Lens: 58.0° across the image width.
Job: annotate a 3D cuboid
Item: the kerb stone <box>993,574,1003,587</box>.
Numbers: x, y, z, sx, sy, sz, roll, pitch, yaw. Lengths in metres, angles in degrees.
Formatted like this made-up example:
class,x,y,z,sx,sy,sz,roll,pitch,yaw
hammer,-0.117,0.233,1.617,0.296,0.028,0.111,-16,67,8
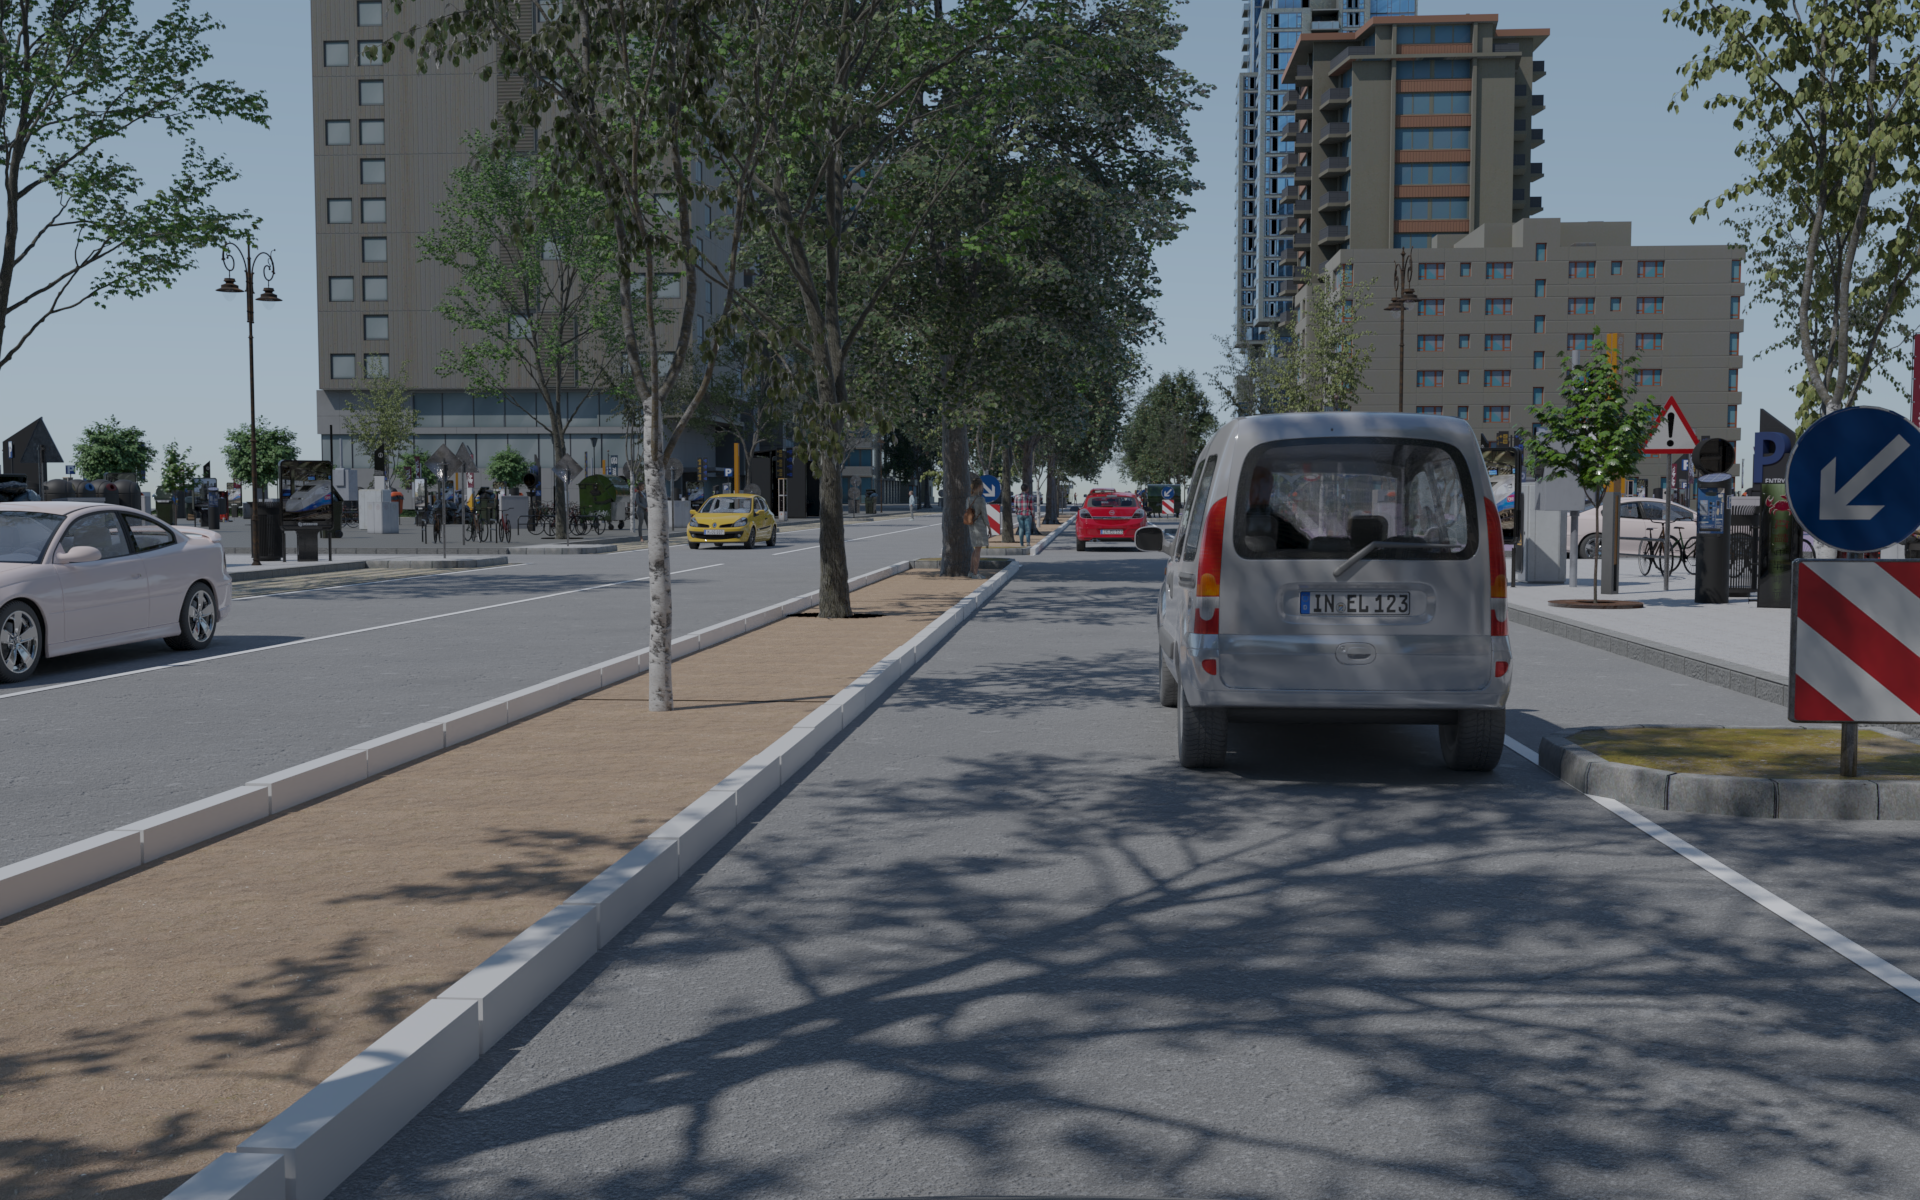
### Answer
class,x,y,z,sx,sy,sz,roll,pitch,yaw
kerb stone,0.524,-0.254,26.411,0.120,0.150,1.000,0,4,5

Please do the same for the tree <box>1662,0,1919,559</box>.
class,x,y,z,sx,sy,sz,roll,pitch,yaw
tree,7.531,-3.912,14.325,4.737,8.622,4.395,0,3,0

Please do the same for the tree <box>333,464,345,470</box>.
class,x,y,z,sx,sy,sz,roll,pitch,yaw
tree,-36.863,-6.571,102.043,1.663,3.219,1.824,0,3,0

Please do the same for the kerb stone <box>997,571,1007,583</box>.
class,x,y,z,sx,sy,sz,roll,pitch,yaw
kerb stone,0.611,-0.321,27.436,0.120,0.150,1.000,0,4,5

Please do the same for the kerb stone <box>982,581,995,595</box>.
class,x,y,z,sx,sy,sz,roll,pitch,yaw
kerb stone,0.360,-0.133,24.373,0.120,0.150,1.000,0,4,5

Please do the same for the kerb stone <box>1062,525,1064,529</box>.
class,x,y,z,sx,sy,sz,roll,pitch,yaw
kerb stone,3.851,-2.727,66.792,0.120,0.150,1.000,0,4,5

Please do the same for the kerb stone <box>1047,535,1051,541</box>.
class,x,y,z,sx,sy,sz,roll,pitch,yaw
kerb stone,2.507,-1.729,50.467,0.120,0.150,1.000,0,4,5

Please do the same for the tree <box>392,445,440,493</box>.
class,x,y,z,sx,sy,sz,roll,pitch,yaw
tree,-36.379,-8.111,116.327,4.285,4.588,4.351,0,3,0

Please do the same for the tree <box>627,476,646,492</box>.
class,x,y,z,sx,sy,sz,roll,pitch,yaw
tree,-21.007,-7.206,112.415,1.663,3.219,1.824,0,3,0

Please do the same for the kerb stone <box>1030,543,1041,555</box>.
class,x,y,z,sx,sy,sz,roll,pitch,yaw
kerb stone,1.834,-1.229,42.296,0.120,0.150,1.000,0,4,5

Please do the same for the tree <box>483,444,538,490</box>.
class,x,y,z,sx,sy,sz,roll,pitch,yaw
tree,-28.966,-7.789,111.061,4.285,4.588,4.351,0,3,0

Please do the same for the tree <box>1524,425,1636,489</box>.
class,x,y,z,sx,sy,sz,roll,pitch,yaw
tree,24.475,-5.285,70.122,4.285,4.588,4.351,0,3,0

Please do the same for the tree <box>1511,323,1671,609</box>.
class,x,y,z,sx,sy,sz,roll,pitch,yaw
tree,7.130,-1.537,19.736,1.663,3.219,1.824,0,3,0

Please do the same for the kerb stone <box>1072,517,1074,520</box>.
class,x,y,z,sx,sy,sz,roll,pitch,yaw
kerb stone,5.539,-3.978,87.235,0.120,0.150,1.000,0,4,5

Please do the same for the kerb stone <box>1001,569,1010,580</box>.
class,x,y,z,sx,sy,sz,roll,pitch,yaw
kerb stone,0.693,-0.379,28.462,0.120,0.150,1.000,0,4,5

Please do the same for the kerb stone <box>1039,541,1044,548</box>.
class,x,y,z,sx,sy,sz,roll,pitch,yaw
kerb stone,2.001,-1.353,44.333,0.120,0.150,1.000,0,4,5

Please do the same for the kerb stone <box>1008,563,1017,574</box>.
class,x,y,z,sx,sy,sz,roll,pitch,yaw
kerb stone,0.869,-0.508,30.505,0.120,0.150,1.000,0,4,5

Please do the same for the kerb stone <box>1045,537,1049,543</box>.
class,x,y,z,sx,sy,sz,roll,pitch,yaw
kerb stone,2.345,-1.604,48.426,0.120,0.150,1.000,0,4,5

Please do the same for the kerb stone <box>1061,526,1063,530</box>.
class,x,y,z,sx,sy,sz,roll,pitch,yaw
kerb stone,3.693,-2.603,64.754,0.120,0.150,1.000,0,4,5

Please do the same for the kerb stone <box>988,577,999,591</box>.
class,x,y,z,sx,sy,sz,roll,pitch,yaw
kerb stone,0.448,-0.195,25.391,0.120,0.150,1.000,0,4,5

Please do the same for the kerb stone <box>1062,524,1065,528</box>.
class,x,y,z,sx,sy,sz,roll,pitch,yaw
kerb stone,3.927,-2.791,67.824,0.120,0.150,1.000,0,4,5

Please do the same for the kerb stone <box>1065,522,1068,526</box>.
class,x,y,z,sx,sy,sz,roll,pitch,yaw
kerb stone,4.354,-3.103,72.934,0.120,0.150,1.000,0,4,5

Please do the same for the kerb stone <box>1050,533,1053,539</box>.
class,x,y,z,sx,sy,sz,roll,pitch,yaw
kerb stone,2.679,-1.854,52.511,0.120,0.150,1.000,0,4,5

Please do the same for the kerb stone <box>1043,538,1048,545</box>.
class,x,y,z,sx,sy,sz,roll,pitch,yaw
kerb stone,2.255,-1.541,47.398,0.120,0.150,1.000,0,4,5

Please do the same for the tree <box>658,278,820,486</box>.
class,x,y,z,sx,sy,sz,roll,pitch,yaw
tree,-9.356,-8.637,75.628,8.767,10.594,7.601,0,4,-4

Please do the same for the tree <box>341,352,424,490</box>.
class,x,y,z,sx,sy,sz,roll,pitch,yaw
tree,-29.306,-8.454,88.582,4.737,8.622,4.395,0,3,0

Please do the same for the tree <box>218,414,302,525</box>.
class,x,y,z,sx,sy,sz,roll,pitch,yaw
tree,-28.792,-5.356,71.285,4.285,4.588,4.351,0,3,0

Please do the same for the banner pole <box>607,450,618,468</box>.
class,x,y,z,sx,sy,sz,roll,pitch,yaw
banner pole,-19.679,-6.603,97.973,0.863,3.779,0.401,1,4,21

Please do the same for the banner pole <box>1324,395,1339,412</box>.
class,x,y,z,sx,sy,sz,roll,pitch,yaw
banner pole,9.349,-3.279,43.625,0.401,3.779,0.863,3,5,42

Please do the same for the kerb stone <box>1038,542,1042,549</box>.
class,x,y,z,sx,sy,sz,roll,pitch,yaw
kerb stone,1.921,-1.292,43.314,0.120,0.150,1.000,0,4,5

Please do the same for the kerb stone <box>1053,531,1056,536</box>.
class,x,y,z,sx,sy,sz,roll,pitch,yaw
kerb stone,2.919,-2.041,55.569,0.120,0.150,1.000,0,4,5

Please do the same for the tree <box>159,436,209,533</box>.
class,x,y,z,sx,sy,sz,roll,pitch,yaw
tree,-26.249,-3.866,57.815,1.663,3.219,1.824,0,3,0

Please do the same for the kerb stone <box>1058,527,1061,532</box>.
class,x,y,z,sx,sy,sz,roll,pitch,yaw
kerb stone,3.424,-2.413,61.698,0.120,0.150,1.000,0,4,5

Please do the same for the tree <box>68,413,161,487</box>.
class,x,y,z,sx,sy,sz,roll,pitch,yaw
tree,-34.447,-5.311,70.554,4.285,4.588,4.351,0,3,0

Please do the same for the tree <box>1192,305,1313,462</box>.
class,x,y,z,sx,sy,sz,roll,pitch,yaw
tree,11.761,-7.215,68.325,4.360,8.622,3.978,0,3,0

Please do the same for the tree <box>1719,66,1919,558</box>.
class,x,y,z,sx,sy,sz,roll,pitch,yaw
tree,15.467,-4.901,30.491,4.360,8.622,3.978,0,3,0

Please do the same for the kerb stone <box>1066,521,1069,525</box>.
class,x,y,z,sx,sy,sz,roll,pitch,yaw
kerb stone,4.526,-3.226,74.979,0.120,0.150,1.000,0,4,5

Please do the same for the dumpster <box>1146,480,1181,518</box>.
class,x,y,z,sx,sy,sz,roll,pitch,yaw
dumpster,11.720,-5.790,99.621,1.985,2.255,1.502,0,4,4

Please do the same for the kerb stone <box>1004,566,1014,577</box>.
class,x,y,z,sx,sy,sz,roll,pitch,yaw
kerb stone,0.784,-0.445,29.486,0.120,0.150,1.000,0,4,5

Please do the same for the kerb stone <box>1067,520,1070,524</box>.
class,x,y,z,sx,sy,sz,roll,pitch,yaw
kerb stone,4.691,-3.353,77.020,0.120,0.150,1.000,0,4,5

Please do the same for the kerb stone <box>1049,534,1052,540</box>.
class,x,y,z,sx,sy,sz,roll,pitch,yaw
kerb stone,2.595,-1.791,51.487,0.120,0.150,1.000,0,4,5

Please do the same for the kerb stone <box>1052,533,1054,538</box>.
class,x,y,z,sx,sy,sz,roll,pitch,yaw
kerb stone,2.758,-1.917,53.531,0.120,0.150,1.000,0,4,5

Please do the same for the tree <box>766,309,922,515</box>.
class,x,y,z,sx,sy,sz,roll,pitch,yaw
tree,-7.412,-12.054,107.446,12.009,13.543,11.850,0,3,0

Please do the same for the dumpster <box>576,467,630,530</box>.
class,x,y,z,sx,sy,sz,roll,pitch,yaw
dumpster,-12.795,-3.644,62.069,1.502,2.255,1.985,0,4,5

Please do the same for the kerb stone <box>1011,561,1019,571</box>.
class,x,y,z,sx,sy,sz,roll,pitch,yaw
kerb stone,0.953,-0.571,31.524,0.120,0.150,1.000,0,4,5

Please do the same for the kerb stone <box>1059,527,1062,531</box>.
class,x,y,z,sx,sy,sz,roll,pitch,yaw
kerb stone,3.517,-2.478,62.718,0.120,0.150,1.000,0,4,5

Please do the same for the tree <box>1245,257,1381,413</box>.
class,x,y,z,sx,sy,sz,roll,pitch,yaw
tree,11.294,-6.361,54.370,4.737,8.622,4.395,0,3,0

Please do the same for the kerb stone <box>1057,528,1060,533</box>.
class,x,y,z,sx,sy,sz,roll,pitch,yaw
kerb stone,3.347,-2.353,60.666,0.120,0.150,1.000,0,4,5

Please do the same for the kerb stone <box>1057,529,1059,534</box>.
class,x,y,z,sx,sy,sz,roll,pitch,yaw
kerb stone,3.266,-2.290,59.647,0.120,0.150,1.000,0,4,5

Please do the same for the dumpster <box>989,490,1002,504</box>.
class,x,y,z,sx,sy,sz,roll,pitch,yaw
dumpster,4.115,-12.156,206.971,1.865,1.857,1.264,0,4,6

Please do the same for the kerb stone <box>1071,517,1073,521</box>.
class,x,y,z,sx,sy,sz,roll,pitch,yaw
kerb stone,5.438,-3.915,86.213,0.120,0.150,1.000,0,4,5

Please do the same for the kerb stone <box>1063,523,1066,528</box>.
class,x,y,z,sx,sy,sz,roll,pitch,yaw
kerb stone,4.101,-2.915,69.861,0.120,0.150,1.000,0,4,5

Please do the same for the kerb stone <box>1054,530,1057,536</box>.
class,x,y,z,sx,sy,sz,roll,pitch,yaw
kerb stone,3.006,-2.104,56.593,0.120,0.150,1.000,0,4,5

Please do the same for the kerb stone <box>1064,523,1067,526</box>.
class,x,y,z,sx,sy,sz,roll,pitch,yaw
kerb stone,4.188,-2.976,70.879,0.120,0.150,1.000,0,4,5

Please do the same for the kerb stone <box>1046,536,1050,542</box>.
class,x,y,z,sx,sy,sz,roll,pitch,yaw
kerb stone,2.427,-1.667,49.449,0.120,0.150,1.000,0,4,5

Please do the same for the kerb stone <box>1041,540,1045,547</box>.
class,x,y,z,sx,sy,sz,roll,pitch,yaw
kerb stone,2.083,-1.416,45.351,0.120,0.150,1.000,0,4,5

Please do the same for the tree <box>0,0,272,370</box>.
class,x,y,z,sx,sy,sz,roll,pitch,yaw
tree,-13.405,-5.970,23.366,9.928,11.665,9.643,0,3,0

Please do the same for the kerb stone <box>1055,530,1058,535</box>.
class,x,y,z,sx,sy,sz,roll,pitch,yaw
kerb stone,3.090,-2.166,57.611,0.120,0.150,1.000,0,4,5

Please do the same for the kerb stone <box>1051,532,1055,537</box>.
class,x,y,z,sx,sy,sz,roll,pitch,yaw
kerb stone,2.843,-1.974,54.550,0.120,0.150,1.000,0,4,5

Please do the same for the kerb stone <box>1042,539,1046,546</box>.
class,x,y,z,sx,sy,sz,roll,pitch,yaw
kerb stone,2.169,-1.479,46.379,0.120,0.150,1.000,0,4,5
